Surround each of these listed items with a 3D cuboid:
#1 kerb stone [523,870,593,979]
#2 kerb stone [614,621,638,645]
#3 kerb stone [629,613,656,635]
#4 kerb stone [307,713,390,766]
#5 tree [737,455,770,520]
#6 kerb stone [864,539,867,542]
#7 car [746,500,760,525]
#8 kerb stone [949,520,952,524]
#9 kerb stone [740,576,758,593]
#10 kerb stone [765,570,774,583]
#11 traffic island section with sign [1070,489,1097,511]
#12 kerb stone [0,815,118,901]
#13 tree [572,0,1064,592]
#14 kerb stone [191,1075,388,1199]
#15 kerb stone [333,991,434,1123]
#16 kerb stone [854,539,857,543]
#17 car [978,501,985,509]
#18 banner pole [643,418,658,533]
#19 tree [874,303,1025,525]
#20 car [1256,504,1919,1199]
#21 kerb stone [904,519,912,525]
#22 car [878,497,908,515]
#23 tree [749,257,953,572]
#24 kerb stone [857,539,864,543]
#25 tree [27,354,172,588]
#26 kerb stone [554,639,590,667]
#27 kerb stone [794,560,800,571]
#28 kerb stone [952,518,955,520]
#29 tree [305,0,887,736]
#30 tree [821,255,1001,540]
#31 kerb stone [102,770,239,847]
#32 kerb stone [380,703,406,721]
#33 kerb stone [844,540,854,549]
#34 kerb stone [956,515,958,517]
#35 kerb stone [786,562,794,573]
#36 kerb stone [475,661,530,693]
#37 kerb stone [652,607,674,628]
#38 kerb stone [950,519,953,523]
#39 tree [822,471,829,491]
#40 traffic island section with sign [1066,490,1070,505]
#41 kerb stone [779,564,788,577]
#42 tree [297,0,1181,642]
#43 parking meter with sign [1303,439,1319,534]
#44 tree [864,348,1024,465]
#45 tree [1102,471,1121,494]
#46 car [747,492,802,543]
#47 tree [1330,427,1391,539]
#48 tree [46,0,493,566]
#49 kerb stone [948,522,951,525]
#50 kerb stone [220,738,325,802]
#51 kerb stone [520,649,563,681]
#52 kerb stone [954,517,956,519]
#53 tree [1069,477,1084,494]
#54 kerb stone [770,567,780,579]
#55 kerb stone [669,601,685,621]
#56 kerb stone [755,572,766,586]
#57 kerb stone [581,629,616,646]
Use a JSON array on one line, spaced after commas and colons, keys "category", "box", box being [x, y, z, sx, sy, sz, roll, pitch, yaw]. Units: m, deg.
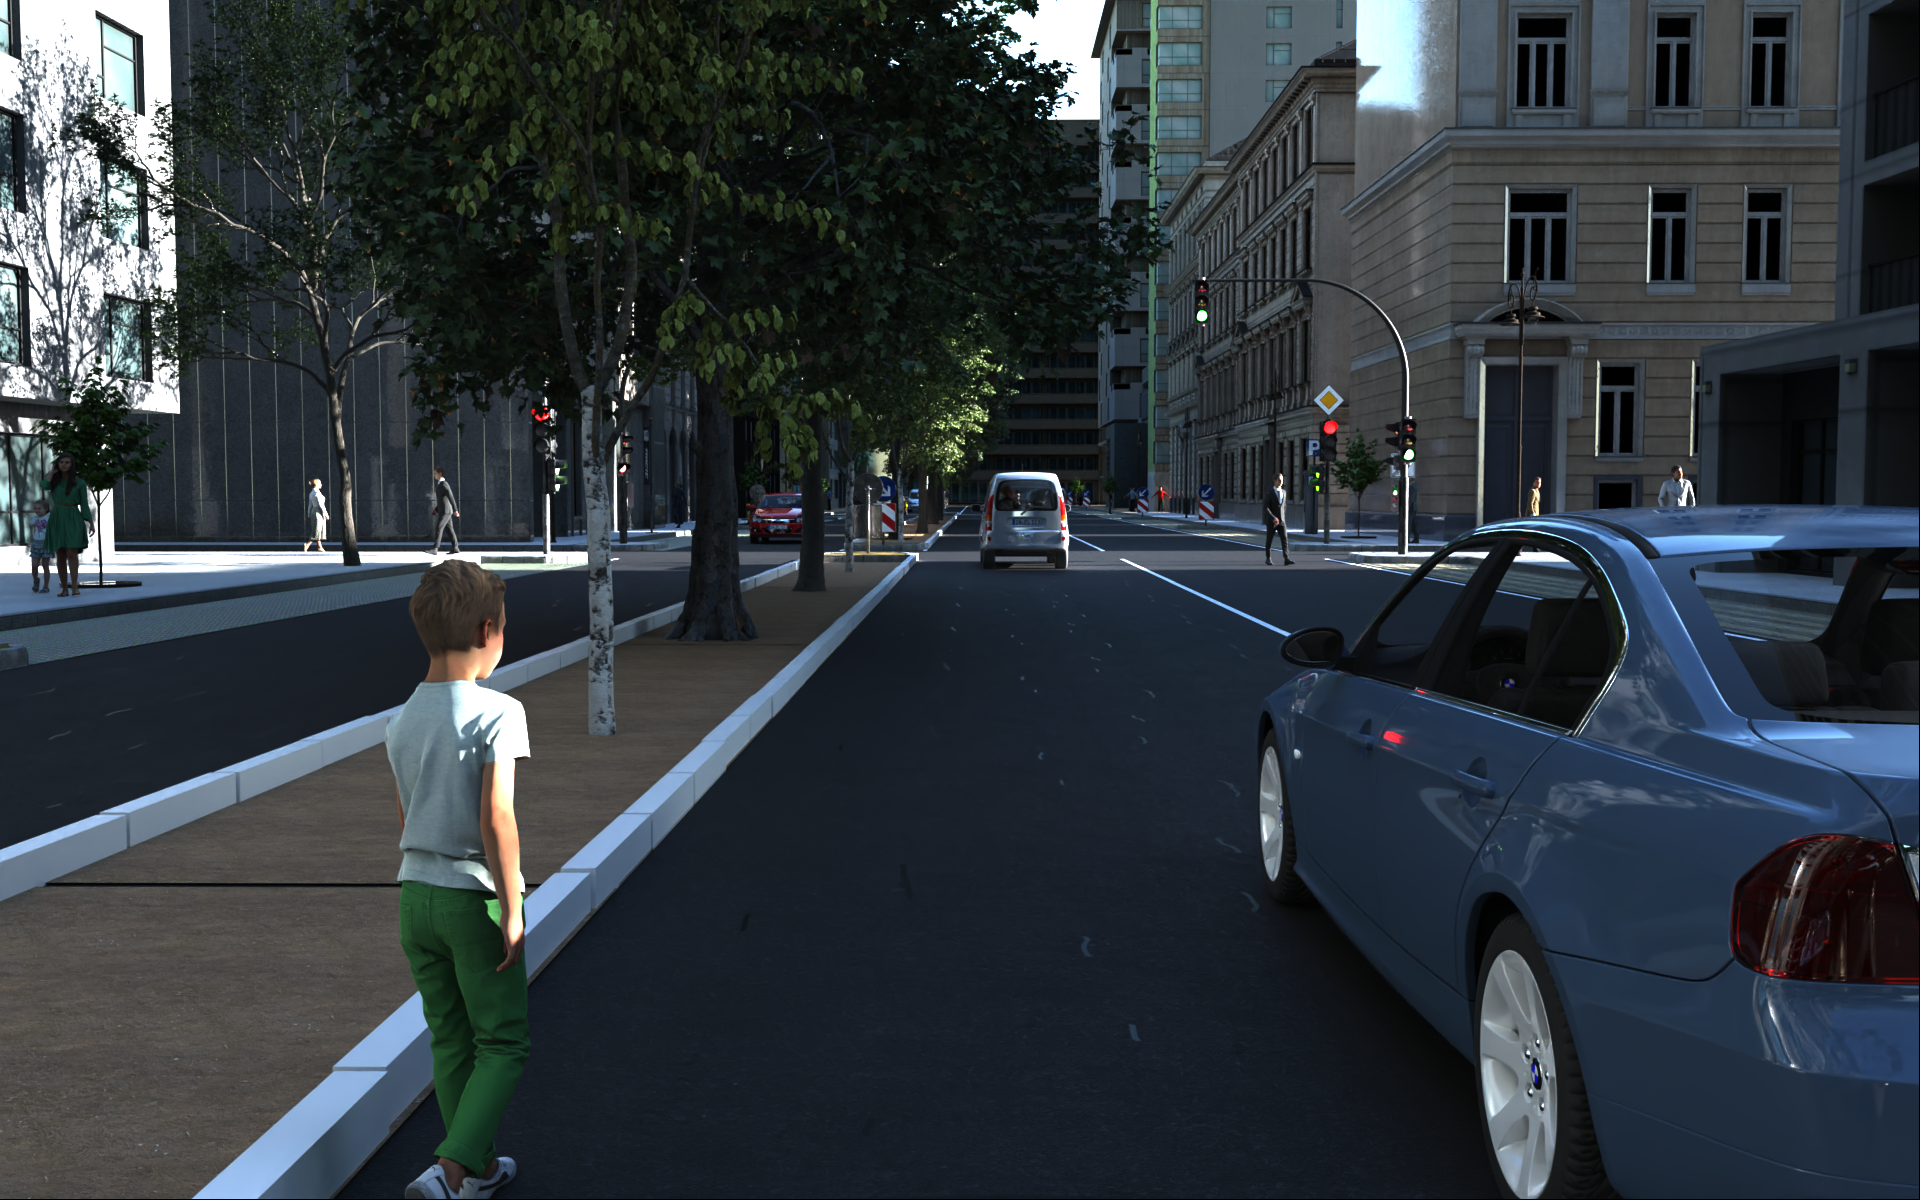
[{"category": "kerb stone", "box": [-1.326, 1.035, 5.409, 0.120, 0.150, 1.000, 0, 4, 1]}, {"category": "kerb stone", "box": [-3.294, 0.335, 16.711, 0.120, 0.150, 1.000, 0, 4, 1]}, {"category": "kerb stone", "box": [-3.292, 0.273, 17.733, 0.120, 0.150, 1.000, 0, 4, 1]}, {"category": "kerb stone", "box": [-3.378, 0.775, 9.525, 0.120, 0.150, 1.000, 0, 4, 1]}, {"category": "tree", "box": [-10.290, -5.623, 86.530, 1.663, 3.219, 1.824, 0, 3, 0]}, {"category": "kerb stone", "box": [-2.922, -1.765, 51.057, 0.120, 0.150, 1.000, 0, 4, 1]}, {"category": "car", "box": [-8.270, -4.009, 75.766, 2.015, 1.641, 3.980, 0, 4, 1]}, {"category": "kerb stone", "box": [-0.543, -3.331, 76.658, 0.120, 0.150, 1.000, 0, 4, 1]}, {"category": "kerb stone", "box": [-3.195, -0.229, 25.941, 0.120, 0.150, 1.000, 0, 4, 1]}, {"category": "kerb stone", "box": [-3.164, -0.354, 27.985, 0.120, 0.150, 1.000, 0, 4, 1]}, {"category": "traffic island section with sign", "box": [10.608, -8.491, 147.454, 1.989, 1.847, 2.006, 0, 4, 1]}, {"category": "kerb stone", "box": [-3.408, 0.967, 6.448, 0.120, 0.150, 1.000, 0, 4, 1]}, {"category": "tree", "box": [-2.287, -6.420, 25.552, 7.486, 12.596, 7.792, 0, 3, 0]}, {"category": "kerb stone", "box": [-1.336, 1.152, 3.355, 0.120, 0.150, 1.000, 0, 4, 1]}, {"category": "kerb stone", "box": [-1.339, 1.090, 4.382, 0.120, 0.150, 1.000, 0, 4, 1]}, {"category": "kerb stone", "box": [-2.970, -1.515, 46.958, 0.120, 0.150, 1.000, 0, 4, 1]}, {"category": "car", "box": [1.897, -4.258, 78.660, 2.155, 1.783, 4.494, 0, 3, 0]}, {"category": "banner pole", "box": [-10.189, -4.075, 56.646, 0.401, 3.779, 0.863, 1, 4, 11]}, {"category": "tree", "box": [-1.349, -10.509, 80.931, 9.857, 13.997, 8.962, 0, 3, 0]}, {"category": "car", "box": [1.941, 0.453, 4.590, 2.014, 1.417, 4.499, 0, 4, 0]}, {"category": "kerb stone", "box": [-2.557, -3.834, 84.883, 0.120, 0.150, 1.000, 0, 4, 1]}, {"category": "car", "box": [-4.549, -6.616, 118.395, 2.015, 1.641, 3.980, 0, 4, 2]}, {"category": "tree", "box": [-2.039, -4.823, 31.681, 4.360, 8.622, 3.978, 0, 3, 0]}, {"category": "kerb stone", "box": [-2.931, -1.698, 50.036, 0.120, 0.150, 1.000, 0, 4, 1]}, {"category": "tree", "box": [-11.806, -1.799, 24.012, 1.663, 3.219, 1.824, 0, 3, 0]}, {"category": "kerb stone", "box": [-3.316, 0.465, 14.654, 0.120, 0.150, 1.000, 0, 4, 1]}, {"category": "kerb stone", "box": [-3.131, -0.604, 32.075, 0.120, 0.150, 1.000, 0, 4, 1]}, {"category": "kerb stone", "box": [-0.450, -3.832, 84.853, 0.120, 0.150, 1.000, 0, 4, 1]}, {"category": "tree", "box": [-2.086, -3.484, 9.776, 4.737, 8.622, 4.395, 0, 3, 0]}, {"category": "tree", "box": [-1.957, -7.683, 53.822, 9.928, 11.665, 9.643, 0, 3, 0]}, {"category": "kerb stone", "box": [-3.401, 0.900, 7.480, 0.120, 0.150, 1.000, 0, 4, 1]}, {"category": "kerb stone", "box": [-3.364, 0.720, 10.556, 0.120, 0.150, 1.000, 0, 4, 1]}, {"category": "kerb stone", "box": [-2.973, -1.450, 45.927, 0.120, 0.150, 1.000, 0, 4, 1]}, {"category": "kerb stone", "box": [-0.327, -4.524, 96.159, 0.120, 0.150, 1.000, 0, 4, 1]}, {"category": "kerb stone", "box": [-3.141, -0.542, 31.051, 0.120, 0.150, 1.000, 0, 4, 1]}, {"category": "kerb stone", "box": [-3.338, 0.586, 12.608, 0.120, 0.150, 1.000, 0, 4, 1]}, {"category": "kerb stone", "box": [-3.277, 0.210, 18.757, 0.120, 0.150, 1.000, 0, 4, 1]}, {"category": "kerb stone", "box": [-0.500, -3.518, 79.738, 0.120, 0.150, 1.000, 0, 4, 1]}, {"category": "tree", "box": [-10.049, -7.626, 119.279, 1.663, 3.219, 1.824, 0, 3, 0]}, {"category": "traffic island section with sign", "box": [10.912, -10.149, 174.569, 1.989, 1.847, 2.006, 0, 4, 1]}, {"category": "kerb stone", "box": [-3.148, -0.477, 30.029, 0.120, 0.150, 1.000, 0, 4, 1]}, {"category": "tree", "box": [-2.427, -5.960, 16.916, 9.611, 12.733, 9.660, 0, 3, 0]}, {"category": "parking meter with sign", "box": [11.323, -3.639, 55.764, 0.543, 3.016, 1.738, 0, 4, 6]}, {"category": "tree", "box": [-1.506, -8.278, 72.223, 8.767, 10.594, 7.601, 0, 4, 1]}, {"category": "tree", "box": [12.779, -9.252, 145.865, 1.663, 3.219, 1.824, 0, 3, 0]}, {"category": "car", "box": [-5.210, -2.609, 51.693, 2.155, 1.783, 4.494, 0, 3, 0]}, {"category": "tree", "box": [11.474, -3.410, 50.347, 1.663, 3.219, 1.824, 0, 3, 0]}, {"category": "tree", "box": [-11.225, -5.895, 30.789, 7.601, 10.594, 8.767, 1, 4, 10]}, {"category": "kerb stone", "box": [-0.574, -3.143, 73.583, 0.120, 0.150, 1.000, 0, 4, 1]}, {"category": "kerb stone", "box": [-3.381, 0.838, 8.502, 0.120, 0.150, 1.000, 0, 4, 1]}, {"category": "kerb stone", "box": [-3.329, 0.524, 13.632, 0.120, 0.150, 1.000, 0, 4, 1]}, {"category": "kerb stone", "box": [-0.422, -4.021, 87.943, 0.120, 0.150, 1.000, 0, 4, 1]}, {"category": "tree", "box": [13.270, -12.299, 195.696, 1.663, 3.219, 1.824, 0, 3, 0]}, {"category": "kerb stone", "box": [-3.172, -0.417, 29.007, 0.120, 0.150, 1.000, 0, 4, 1]}, {"category": "kerb stone", "box": [-3.263, 0.149, 19.792, 0.120, 0.150, 1.000, 0, 4, 1]}, {"category": "kerb stone", "box": [-3.174, -0.291, 26.962, 0.120, 0.150, 1.000, 0, 4, 1]}, {"category": "kerb stone", "box": [-3.305, 0.398, 15.688, 0.120, 0.150, 1.000, 0, 4, 1]}]
